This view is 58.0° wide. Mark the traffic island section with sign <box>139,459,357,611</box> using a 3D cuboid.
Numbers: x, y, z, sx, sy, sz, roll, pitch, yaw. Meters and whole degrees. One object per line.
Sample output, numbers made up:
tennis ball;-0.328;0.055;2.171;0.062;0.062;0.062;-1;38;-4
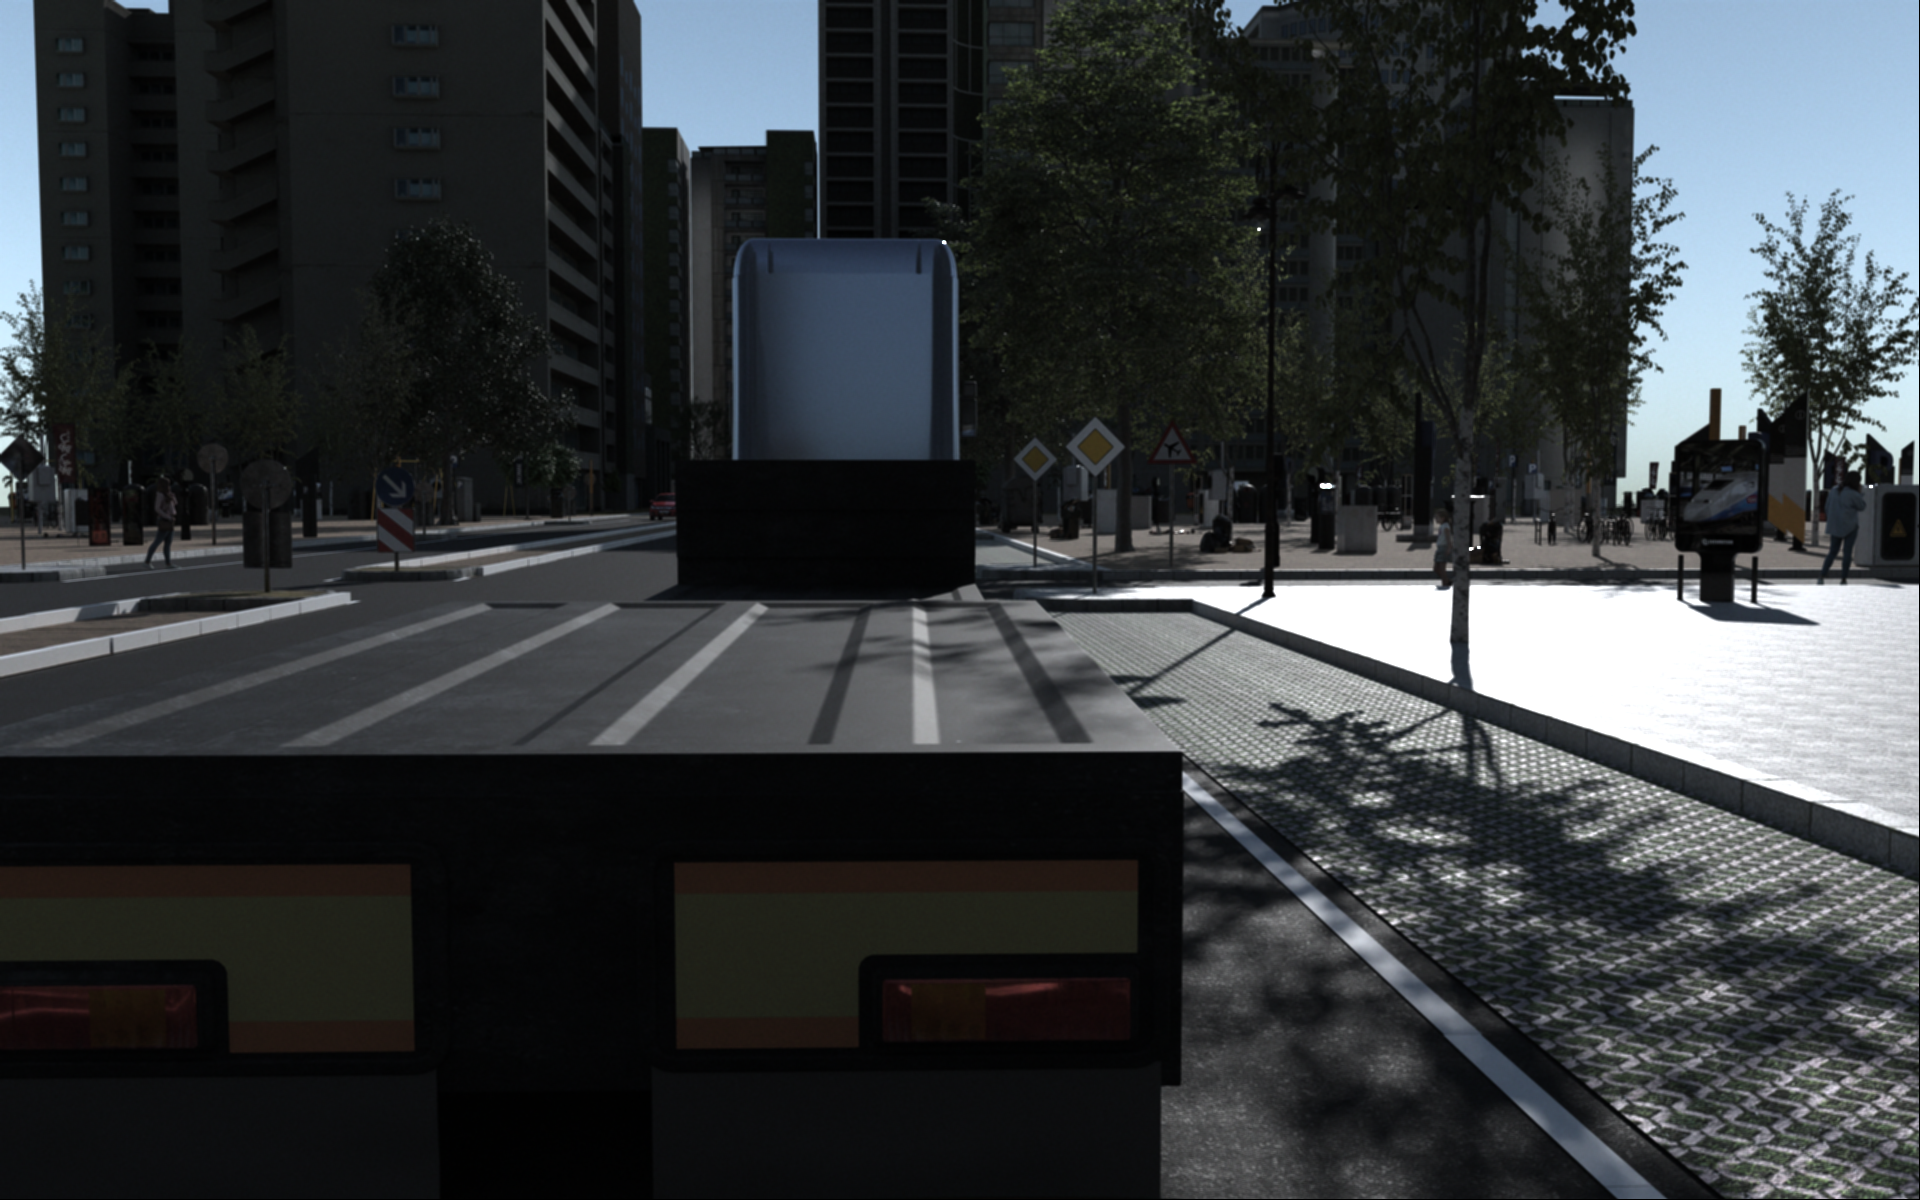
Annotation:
traffic island section with sign;-9.034;-0.850;22.036;2.006;1.907;1.989;0;4;-3

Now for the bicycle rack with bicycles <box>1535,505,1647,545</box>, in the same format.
bicycle rack with bicycles;15.911;-1.902;44.483;2.852;0.926;2.925;1;4;16

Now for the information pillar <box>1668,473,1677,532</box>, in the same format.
information pillar;24.465;-3.355;59.339;0.304;2.012;0.304;2;4;33

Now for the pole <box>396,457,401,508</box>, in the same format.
pole;-27.076;-5.486;83.543;0.158;3.312;0.155;0;3;0

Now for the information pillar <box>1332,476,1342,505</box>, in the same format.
information pillar;15.344;-4.040;70.545;0.304;2.012;0.304;2;4;31

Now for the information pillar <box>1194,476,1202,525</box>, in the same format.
information pillar;9.752;-4.064;70.933;0.304;2.012;0.304;1;4;14

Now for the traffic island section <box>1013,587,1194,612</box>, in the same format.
traffic island section;1.758;-0.005;22.369;2.009;0.180;2.903;0;4;-3

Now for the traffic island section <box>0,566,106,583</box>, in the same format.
traffic island section;-15.933;-0.437;29.433;2.009;0.180;2.903;0;4;-3

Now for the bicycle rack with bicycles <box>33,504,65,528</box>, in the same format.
bicycle rack with bicycles;-33.941;-3.213;65.922;2.852;0.926;2.925;-2;4;-30

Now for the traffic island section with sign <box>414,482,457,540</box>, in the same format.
traffic island section with sign;-16.936;-2.803;54.460;1.989;1.847;2.006;0;4;-3

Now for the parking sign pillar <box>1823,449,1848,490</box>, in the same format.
parking sign pillar;51.781;-6.968;102.396;1.447;3.967;1.447;1;4;22

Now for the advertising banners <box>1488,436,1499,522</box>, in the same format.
advertising banners;16.510;-3.510;53.573;0.090;3.025;2.074;1;4;11

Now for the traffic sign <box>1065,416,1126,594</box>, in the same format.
traffic sign;1.735;-1.141;22.291;0.795;2.450;0.064;0;4;-3

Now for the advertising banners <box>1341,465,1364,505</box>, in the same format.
advertising banners;23.704;-6.694;105.636;0.090;3.025;2.074;-3;5;-44

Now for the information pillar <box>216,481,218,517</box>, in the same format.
information pillar;-40.428;-5.462;93.798;0.304;2.012;0.304;0;4;8

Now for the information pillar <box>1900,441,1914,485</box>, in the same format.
information pillar;41.286;-5.147;75.501;0.504;3.616;0.183;1;4;18

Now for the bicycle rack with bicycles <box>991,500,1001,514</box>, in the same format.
bicycle rack with bicycles;2.377;-5.502;103.342;2.925;0.926;2.852;-2;4;-33

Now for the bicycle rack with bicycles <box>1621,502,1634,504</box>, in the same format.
bicycle rack with bicycles;41.687;-5.692;106.449;2.925;0.926;2.852;2;4;28

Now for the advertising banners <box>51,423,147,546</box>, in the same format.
advertising banners;-21.392;-2.867;43.058;2.074;3.025;0.090;-1;4;-19

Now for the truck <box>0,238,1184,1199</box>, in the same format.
truck;-1.046;-1.392;12.513;2.967;4.110;18.799;0;4;-2

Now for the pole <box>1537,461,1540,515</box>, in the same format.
pole;35.503;-6.891;106.507;0.158;3.312;0.155;0;3;0

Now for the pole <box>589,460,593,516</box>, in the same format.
pole;-21.861;-6.659;102.711;0.158;3.312;0.155;0;3;0

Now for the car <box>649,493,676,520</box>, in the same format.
car;-16.089;-5.325;96.097;2.155;1.783;4.494;0;4;-1

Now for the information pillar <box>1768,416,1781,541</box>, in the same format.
information pillar;22.459;-3.434;47.494;0.504;3.616;0.183;2;4;26

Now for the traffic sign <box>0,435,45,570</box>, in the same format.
traffic sign;-15.910;-1.574;29.372;0.795;2.450;0.064;0;4;-3

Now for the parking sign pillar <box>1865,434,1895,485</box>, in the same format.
parking sign pillar;41.213;-5.451;77.602;1.447;3.967;1.447;-1;4;-20

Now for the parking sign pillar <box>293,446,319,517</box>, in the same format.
parking sign pillar;-36.442;-6.611;96.557;1.447;3.967;1.447;-3;4;-37

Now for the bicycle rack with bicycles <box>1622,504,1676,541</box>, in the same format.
bicycle rack with bicycles;19.388;-2.192;49.229;2.852;0.926;2.925;3;5;44

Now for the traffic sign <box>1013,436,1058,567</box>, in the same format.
traffic sign;1.311;-1.628;30.264;0.795;2.450;0.064;0;4;-3

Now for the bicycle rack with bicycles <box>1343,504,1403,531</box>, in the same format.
bicycle rack with bicycles;14.571;-2.929;61.272;2.925;0.926;2.852;-2;4;-30

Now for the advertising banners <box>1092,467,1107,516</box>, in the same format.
advertising banners;8.151;-6.469;101.952;0.090;3.025;2.074;3;5;41

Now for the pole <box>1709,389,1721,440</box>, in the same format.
pole;14.612;-2.431;33.584;0.158;3.312;0.155;0;3;0

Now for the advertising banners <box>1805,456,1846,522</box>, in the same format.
advertising banners;40.302;-5.183;80.932;0.090;3.025;2.074;-3;5;-39

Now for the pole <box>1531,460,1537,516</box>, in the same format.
pole;33.779;-6.630;102.246;0.158;3.312;0.155;0;3;0

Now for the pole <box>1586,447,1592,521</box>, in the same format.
pole;26.472;-4.836;72.912;0.158;3.312;0.155;0;3;0

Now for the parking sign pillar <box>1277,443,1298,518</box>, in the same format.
parking sign pillar;17.261;-6.310;91.647;1.447;3.967;1.447;2;4;34

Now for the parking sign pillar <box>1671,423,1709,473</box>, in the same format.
parking sign pillar;27.676;-4.719;65.630;1.447;3.967;1.447;0;4;-1

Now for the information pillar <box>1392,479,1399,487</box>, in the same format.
information pillar;21.933;-5.052;87.099;0.304;2.012;0.304;-1;4;-13

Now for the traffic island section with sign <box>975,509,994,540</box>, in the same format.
traffic island section with sign;0.033;-2.831;54.907;1.989;1.847;2.006;0;4;-3

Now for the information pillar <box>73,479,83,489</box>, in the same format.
information pillar;-42.223;-4.798;82.937;0.304;2.012;0.304;0;4;7

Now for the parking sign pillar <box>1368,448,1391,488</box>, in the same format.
parking sign pillar;23.244;-6.561;95.740;1.447;3.967;1.447;0;4;-5

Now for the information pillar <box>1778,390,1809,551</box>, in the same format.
information pillar;18.919;-2.926;39.197;0.504;3.616;0.183;3;5;44

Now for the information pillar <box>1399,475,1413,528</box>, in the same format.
information pillar;16.894;-3.730;65.483;0.304;2.012;0.304;-1;4;-15

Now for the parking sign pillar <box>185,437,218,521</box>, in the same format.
parking sign pillar;-35.942;-5.719;81.971;1.447;3.967;1.447;3;5;40

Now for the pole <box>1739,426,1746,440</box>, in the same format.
pole;23.339;-3.542;51.754;0.158;3.312;0.155;0;3;0

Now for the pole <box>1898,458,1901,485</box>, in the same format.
pole;53.235;-6.376;98.092;0.158;3.312;0.155;0;3;0

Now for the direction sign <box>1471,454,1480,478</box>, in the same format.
direction sign;28.985;-6.446;97.396;0.876;3.537;0.379;-3;5;-45

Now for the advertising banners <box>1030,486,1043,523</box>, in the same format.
advertising banners;3.333;-4.908;76.434;0.090;3.025;2.074;-1;4;-14

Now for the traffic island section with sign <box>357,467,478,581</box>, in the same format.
traffic island section with sign;-9.418;-1.303;29.433;2.006;1.907;1.989;0;4;-3

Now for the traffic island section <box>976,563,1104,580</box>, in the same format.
traffic island section;1.334;-0.493;30.343;2.009;0.180;2.903;0;4;-3

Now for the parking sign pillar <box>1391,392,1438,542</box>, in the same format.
parking sign pillar;12.482;-3.551;46.531;1.447;3.967;1.447;1;4;20

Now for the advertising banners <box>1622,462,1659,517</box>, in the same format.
advertising banners;37.538;-6.077;95.542;0.090;3.025;2.074;-3;5;-40

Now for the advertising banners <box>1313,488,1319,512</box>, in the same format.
advertising banners;21.868;-6.659;105.062;0.090;3.025;2.074;2;4;25

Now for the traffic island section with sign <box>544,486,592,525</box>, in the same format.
traffic island section with sign;-18.372;-4.449;81.377;1.989;1.847;2.006;0;4;-3

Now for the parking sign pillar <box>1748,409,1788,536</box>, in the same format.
parking sign pillar;25.060;-4.008;54.006;1.447;3.967;1.447;0;4;-1
